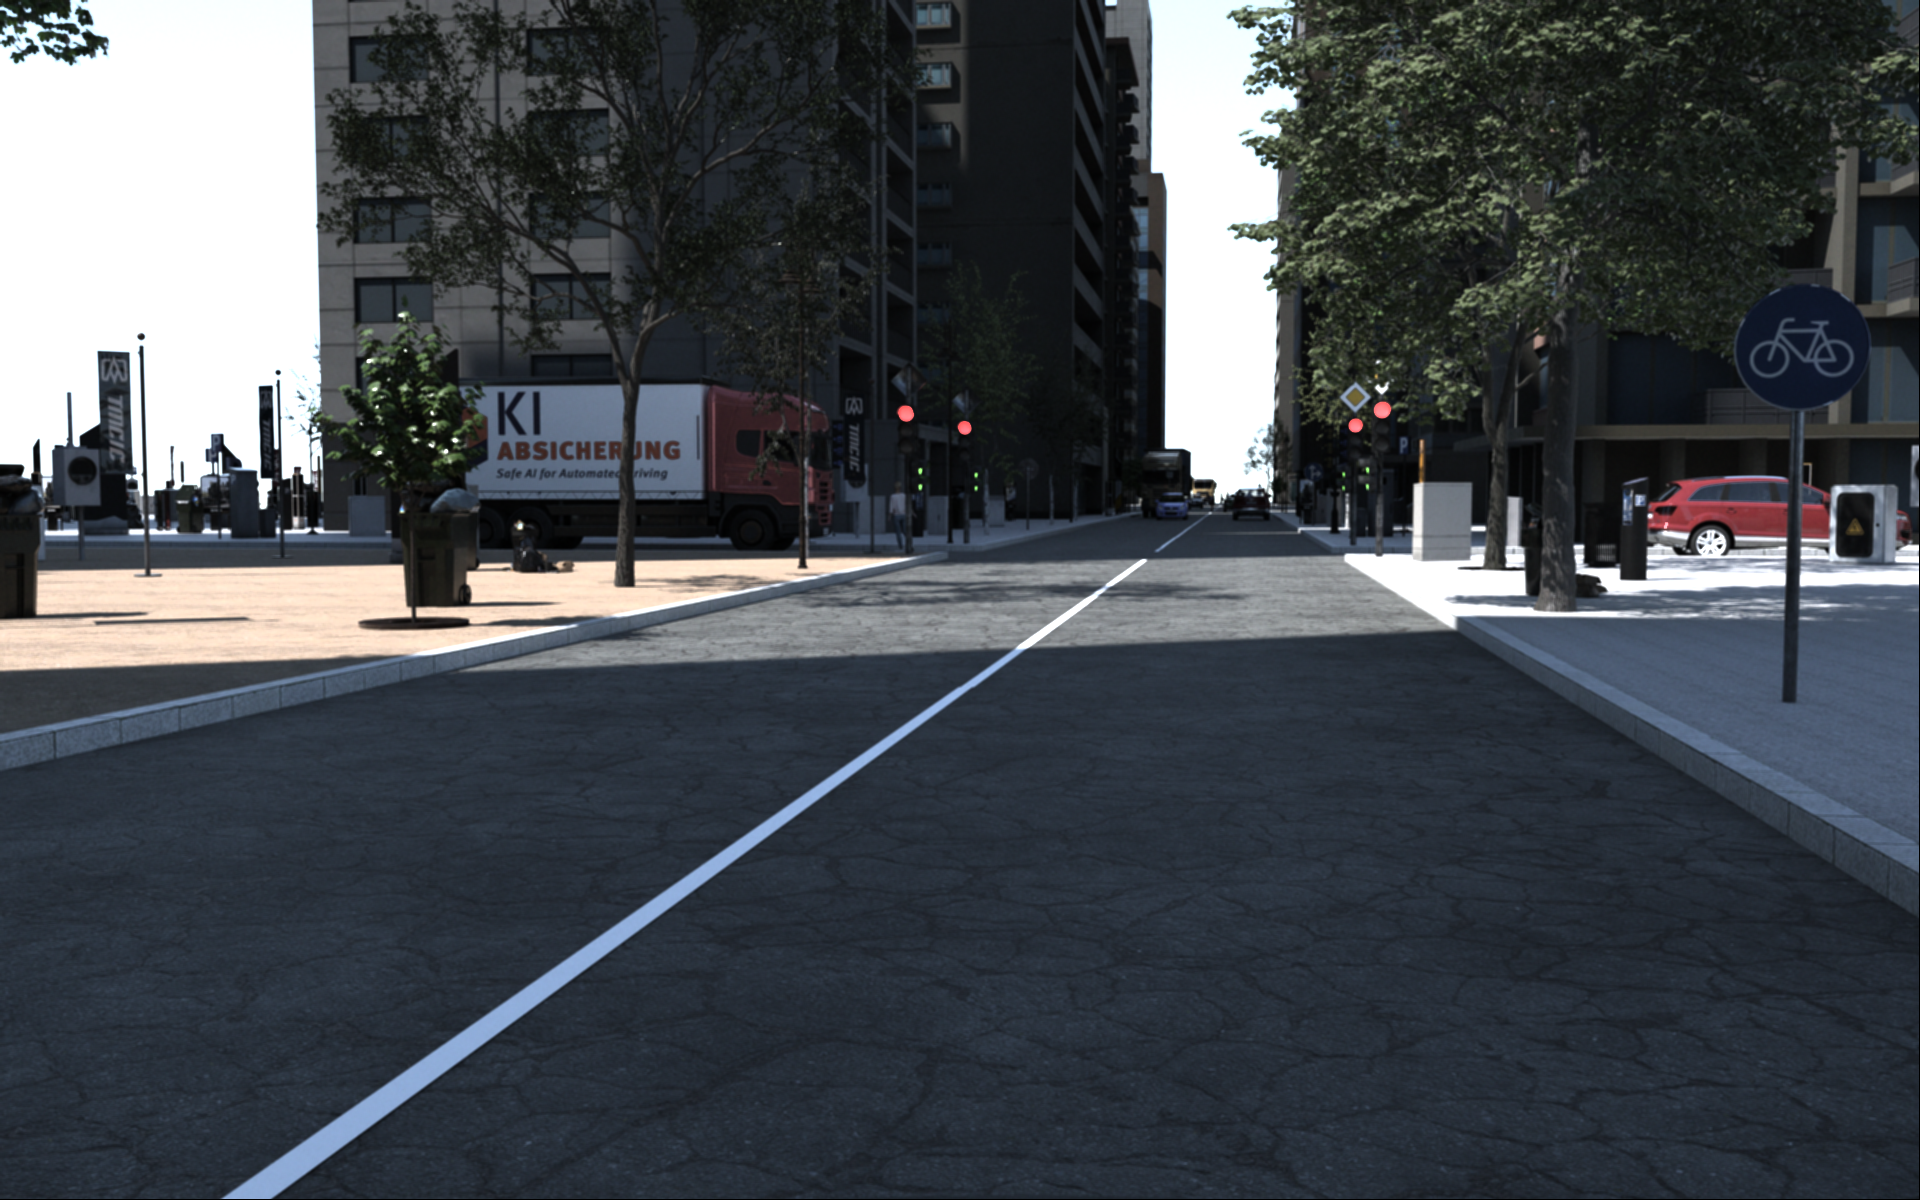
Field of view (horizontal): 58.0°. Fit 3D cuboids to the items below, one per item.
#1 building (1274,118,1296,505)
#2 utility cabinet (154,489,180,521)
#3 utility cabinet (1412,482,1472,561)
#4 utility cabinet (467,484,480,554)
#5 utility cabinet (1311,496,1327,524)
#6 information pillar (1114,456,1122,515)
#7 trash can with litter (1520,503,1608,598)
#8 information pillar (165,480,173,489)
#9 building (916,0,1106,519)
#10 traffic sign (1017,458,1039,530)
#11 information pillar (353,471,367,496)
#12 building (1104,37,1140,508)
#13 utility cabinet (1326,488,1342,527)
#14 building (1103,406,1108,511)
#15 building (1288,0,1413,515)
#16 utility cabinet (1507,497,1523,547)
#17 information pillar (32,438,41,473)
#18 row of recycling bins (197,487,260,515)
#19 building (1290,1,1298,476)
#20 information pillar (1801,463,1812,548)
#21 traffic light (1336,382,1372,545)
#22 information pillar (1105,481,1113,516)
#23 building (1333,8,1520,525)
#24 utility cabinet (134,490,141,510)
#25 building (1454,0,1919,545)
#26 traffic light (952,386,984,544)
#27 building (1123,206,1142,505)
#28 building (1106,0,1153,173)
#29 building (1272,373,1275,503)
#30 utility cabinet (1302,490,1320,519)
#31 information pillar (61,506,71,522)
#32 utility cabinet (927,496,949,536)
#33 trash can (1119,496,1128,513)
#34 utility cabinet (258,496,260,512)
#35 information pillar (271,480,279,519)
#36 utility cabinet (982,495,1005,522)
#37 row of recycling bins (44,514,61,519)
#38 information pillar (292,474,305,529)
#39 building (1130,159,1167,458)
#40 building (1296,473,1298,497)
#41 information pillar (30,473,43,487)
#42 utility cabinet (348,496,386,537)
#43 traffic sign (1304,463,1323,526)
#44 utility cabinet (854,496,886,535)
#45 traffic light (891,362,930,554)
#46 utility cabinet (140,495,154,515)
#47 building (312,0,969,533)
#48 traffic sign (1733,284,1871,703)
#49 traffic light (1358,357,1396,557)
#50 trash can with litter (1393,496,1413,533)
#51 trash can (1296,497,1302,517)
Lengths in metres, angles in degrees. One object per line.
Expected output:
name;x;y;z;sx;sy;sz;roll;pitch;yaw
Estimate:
building;49.732;-35.987;212.091;21.300;48.544;21.600;1;4;9
utility cabinet;-36.514;-4.353;79.855;1.173;1.500;0.318;0;4;3
utility cabinet;9.220;-1.496;33.142;1.173;1.500;0.318;-2;4;-25
utility cabinet;-10.564;-1.688;36.273;0.318;1.500;1.173;2;4;23
utility cabinet;15.473;-3.905;75.006;1.020;1.237;0.306;-1;4;-23
information pillar;9.805;-7.091;107.290;0.183;3.616;0.504;-3;5;-40
trash can with litter;7.603;-0.635;21.776;1.055;1.170;0.624;3;5;39
information pillar;-42.210;-5.383;92.500;0.304;2.012;0.304;0;4;-6
building;-3.162;-29.062;98.864;21.300;48.544;21.600;1;4;9
traffic sign;2.420;-3.774;61.805;0.768;2.556;0.104;1;4;11
information pillar;-19.315;-3.137;55.783;0.304;2.012;0.304;1;4;10
building;5.620;-31.278;166.015;22.147;44.769;28.867;1;4;9
utility cabinet;14.638;-3.611;67.714;0.318;1.500;1.173;0;4;-3
building;0.969;-50.309;135.225;22.319;86.520;31.000;1;4;9
building;27.813;-27.884;106.019;14.600;45.320;14.200;1;4;9
utility cabinet;13.615;-1.915;42.472;0.306;1.237;1.020;1;4;22
information pillar;-38.376;-4.936;72.064;0.183;3.616;0.504;0;4;1
row of recycling bins;-41.512;-5.569;98.169;3.534;1.692;1.069;-3;5;-42
building;47.816;-35.749;173.727;28.713;52.752;27.495;1;4;9
information pillar;20.236;-2.271;41.629;0.304;2.012;0.304;1;4;11
traffic light;9.828;-3.323;43.252;0.839;4.253;0.868;1;4;9
information pillar;8.820;-6.059;103.550;0.304;2.012;0.304;0;4;7
building;33.603;-23.608;77.865;32.217;40.220;23.993;1;4;9
utility cabinet;-45.359;-5.247;94.469;1.173;1.500;0.318;0;4;-4
building;30.135;-24.224;50.689;28.867;44.769;22.147;1;4;9
traffic light;0.186;-3.416;44.772;0.839;4.253;0.868;1;4;9
building;9.670;-32.172;217.894;32.217;40.220;23.993;1;4;9
building;19.796;-49.902;254.145;20.563;71.187;20.611;1;4;9
building;57.293;-24.014;237.668;27.650;21.520;28.899;1;4;9
utility cabinet;17.624;-4.766;86.610;0.318;1.500;1.173;-2;4;-34
information pillar;-41.405;-4.626;80.130;0.304;2.012;0.304;2;4;32
utility cabinet;-0.638;-2.618;53.968;0.306;1.237;1.020;-2;4;-32
trash can;10.993;-6.439;116.930;0.748;1.137;0.748;0;3;0
utility cabinet;-24.693;-3.009;60.354;0.306;1.237;1.020;0;4;-4
information pillar;-35.215;-5.170;89.014;0.304;2.012;0.304;-2;4;-28
utility cabinet;1.547;-4.185;79.590;1.020;1.237;0.306;0;4;2
row of recycling bins;-46.338;-5.051;89.701;1.069;1.692;3.534;3;5;41
information pillar;-24.015;-3.570;62.859;0.304;2.012;0.304;2;4;26
building;20.871;-35.826;235.862;14.600;45.320;14.200;1;4;9
building;37.225;-28.783;154.193;14.154;41.232;14.086;1;4;9
information pillar;-31.510;-3.342;59.136;0.304;2.012;0.304;-1;4;-14
utility cabinet;-17.900;-2.515;52.284;1.020;1.237;0.306;-2;4;-30
traffic sign;14.323;-4.286;70.175;0.768;2.556;0.104;1;4;9
utility cabinet;-2.874;-2.680;54.982;1.020;1.237;0.306;-2;4;-32
traffic light;-1.074;-2.934;36.886;0.839;4.253;0.868;1;4;9
utility cabinet;-50.782;-5.937;108.231;0.306;1.237;1.020;2;4;25
building;-10.405;-38.416;66.360;20.563;71.187;20.611;1;4;9
traffic sign;5.116;-0.642;10.606;0.768;2.556;0.104;1;4;13
traffic light;8.568;-2.841;35.367;0.839;4.253;0.868;1;4;9
trash can with litter;14.868;-2.816;57.094;2.233;1.210;1.678;1;4;10
trash can;19.275;-5.269;97.803;0.748;1.137;0.748;0;3;0
